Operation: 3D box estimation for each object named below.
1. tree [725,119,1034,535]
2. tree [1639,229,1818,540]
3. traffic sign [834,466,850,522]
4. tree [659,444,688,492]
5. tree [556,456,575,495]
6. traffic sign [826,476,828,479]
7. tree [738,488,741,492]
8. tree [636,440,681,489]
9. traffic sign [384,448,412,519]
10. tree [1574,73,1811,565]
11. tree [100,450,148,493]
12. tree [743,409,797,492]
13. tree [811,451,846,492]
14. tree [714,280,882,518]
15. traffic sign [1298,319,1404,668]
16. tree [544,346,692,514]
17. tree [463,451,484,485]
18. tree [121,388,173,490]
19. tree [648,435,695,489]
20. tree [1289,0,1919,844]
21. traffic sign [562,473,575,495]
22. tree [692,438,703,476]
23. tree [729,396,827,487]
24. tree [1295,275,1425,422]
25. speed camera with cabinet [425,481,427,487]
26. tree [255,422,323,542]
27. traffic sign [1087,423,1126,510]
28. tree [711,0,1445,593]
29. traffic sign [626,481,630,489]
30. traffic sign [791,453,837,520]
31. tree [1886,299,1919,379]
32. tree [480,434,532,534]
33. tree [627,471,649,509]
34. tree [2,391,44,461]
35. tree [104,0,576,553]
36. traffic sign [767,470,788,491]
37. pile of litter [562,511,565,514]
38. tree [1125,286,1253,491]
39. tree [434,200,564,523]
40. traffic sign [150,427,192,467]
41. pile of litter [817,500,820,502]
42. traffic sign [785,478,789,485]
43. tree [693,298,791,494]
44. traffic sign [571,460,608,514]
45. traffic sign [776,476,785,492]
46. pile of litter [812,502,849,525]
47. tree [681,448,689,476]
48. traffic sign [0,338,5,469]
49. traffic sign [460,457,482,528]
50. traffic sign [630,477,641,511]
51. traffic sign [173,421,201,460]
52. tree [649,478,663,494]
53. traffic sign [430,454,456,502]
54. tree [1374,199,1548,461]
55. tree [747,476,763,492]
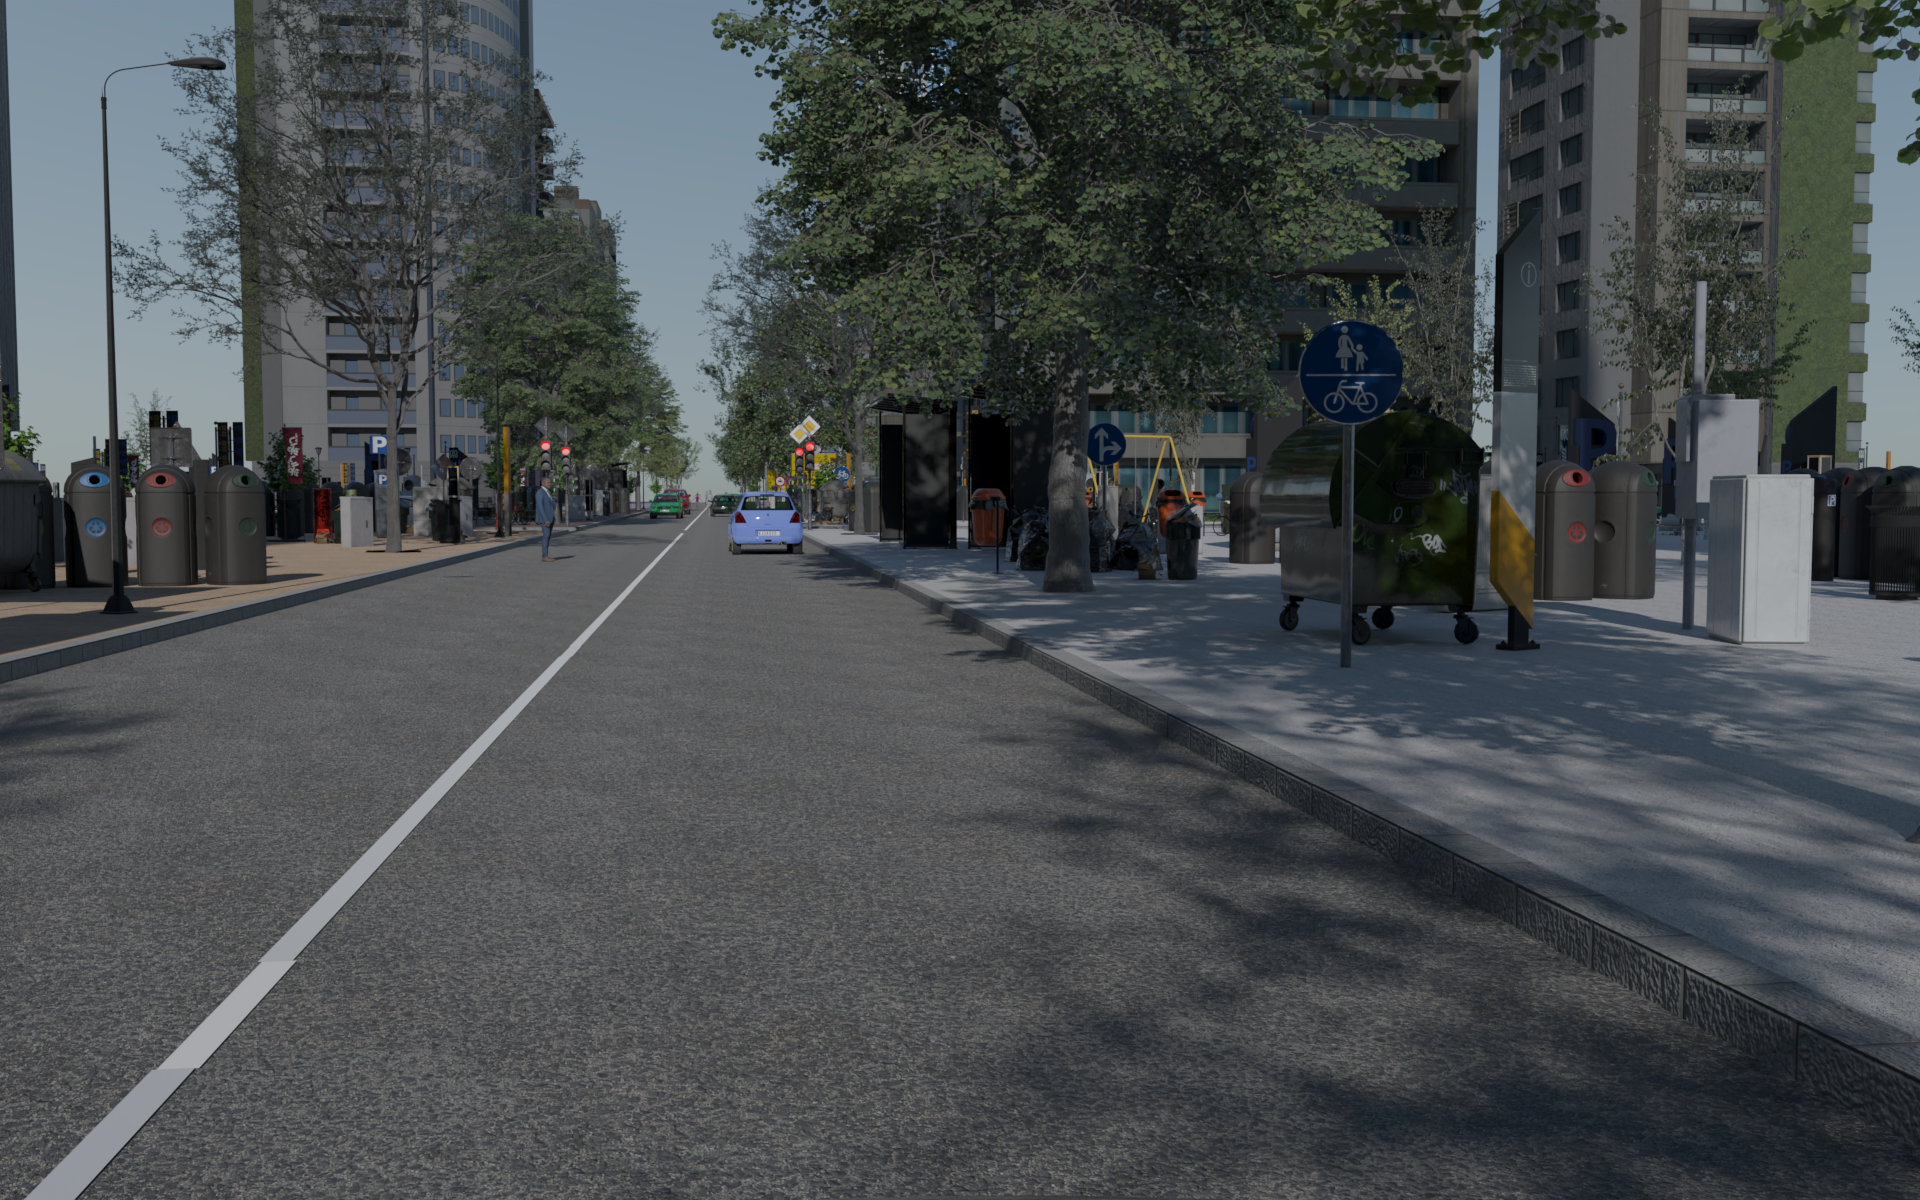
[{"bbox_3d":[-3.231,-8.790,54.079,12.009,13.543,11.850,0,3,0],"label":"tree"},{"bbox_3d":[21.120,-5.983,48.188,4.737,8.622,4.395,0,3,0],"label":"tree"},{"bbox_3d":[-5.379,-4.823,78.958,0.768,2.556,0.104,0,4,0],"label":"traffic sign"},{"bbox_3d":[-43.120,-19.048,261.793,4.360,8.622,3.978,0,3,0],"label":"tree"},{"bbox_3d":[-28.903,-8.836,128.179,4.285,4.588,4.351,0,3,0],"label":"tree"},{"bbox_3d":[-6.430,-5.039,82.494,0.768,2.556,0.104,0,4,-3],"label":"traffic sign"},{"bbox_3d":[-36.903,-21.355,299.518,4.360,8.622,3.978,0,3,0],"label":"tree"},{"bbox_3d":[-35.900,-15.500,203.786,4.737,8.622,4.395,0,3,0],"label":"tree"},{"bbox_3d":[-15.547,-2.925,47.923,0.768,2.556,0.104,0,4,1],"label":"traffic sign"},{"bbox_3d":[13.169,-4.948,31.267,4.360,8.622,3.978,0,3,0],"label":"tree"},{"bbox_3d":[-53.773,-7.775,110.828,4.285,4.588,4.351,0,3,0],"label":"tree"},{"bbox_3d":[-13.114,-10.975,129.807,4.360,8.622,3.978,0,3,0],"label":"tree"},{"bbox_3d":[-5.894,-5.077,77.615,1.663,3.219,1.824,0,3,0],"label":"tree"},{"bbox_3d":[-8.464,-10.758,92.895,9.611,12.733,9.660,0,3,0],"label":"tree"},{"bbox_3d":[2.856,-0.773,12.747,0.768,2.556,0.104,0,4,2],"label":"traffic sign"},{"bbox_3d":[-23.333,-11.443,112.847,9.928,11.665,9.643,0,3,0],"label":"tree"},{"bbox_3d":[-37.896,-9.064,131.913,4.285,4.588,4.351,0,3,0],"label":"tree"},{"bbox_3d":[-56.177,-10.377,120.033,4.360,8.622,3.978,0,3,0],"label":"tree"},{"bbox_3d":[-41.902,-19.309,250.116,7.601,10.594,8.767,-1,4,-9],"label":"tree"},{"bbox_3d":[3.880,-5.397,6.365,7.486,12.596,7.792,0,3,0],"label":"tree"},{"bbox_3d":[-22.714,-6.147,100.617,0.768,2.556,0.104,0,4,-3],"label":"traffic sign"},{"bbox_3d":[-48.747,-22.928,300.620,9.928,11.665,9.643,0,3,0],"label":"tree"},{"bbox_3d":[-14.600,-12.428,137.609,8.767,10.594,7.601,-2,4,-27],"label":"tree"},{"bbox_3d":[13.369,-6.551,57.468,4.737,8.622,4.395,0,3,0],"label":"tree"},{"bbox_3d":[-36.631,-7.648,119.374,0.660,3.252,2.038,2,4,35],"label":"speed camera with cabinet"},{"bbox_3d":[-18.194,-3.181,46.615,1.663,3.219,1.824,0,3,0],"label":"tree"},{"bbox_3d":[2.605,-1.903,31.214,0.768,2.556,0.104,0,4,-1],"label":"traffic sign"},{"bbox_3d":[1.477,-7.089,22.554,9.857,13.997,8.962,0,3,0],"label":"tree"},{"bbox_3d":[-25.851,-8.075,134.158,0.606,2.300,0.079,0,4,-7],"label":"traffic sign"},{"bbox_3d":[-7.265,-5.644,86.148,2.265,3.308,0.079,0,4,-3],"label":"traffic sign"},{"bbox_3d":[25.443,-5.637,42.535,4.360,8.622,3.978,0,3,0],"label":"tree"},{"bbox_3d":[-14.662,-3.750,55.920,1.663,3.219,1.824,0,3,0],"label":"tree"},{"bbox_3d":[-27.933,-9.361,147.649,1.663,3.219,1.824,0,3,0],"label":"tree"},{"bbox_3d":[-15.647,-2.027,27.746,1.663,3.219,1.824,0,3,0],"label":"tree"},{"bbox_3d":[-12.465,-7.795,37.823,12.009,13.543,11.850,0,3,0],"label":"tree"},{"bbox_3d":[-14.877,-9.187,144.086,2.265,3.308,0.079,0,4,-5],"label":"traffic sign"},{"bbox_3d":[-24.812,-5.841,109.460,1.176,0.858,1.719,-2,4,-23],"label":"pile of litter"},{"bbox_3d":[7.598,-6.589,58.099,4.360,8.622,3.978,0,3,0],"label":"tree"},{"bbox_3d":[-17.695,-10.312,75.248,9.857,13.997,8.962,0,3,0],"label":"tree"},{"bbox_3d":[-12.103,-1.497,26.611,0.606,2.300,0.079,0,4,-6],"label":"traffic sign"},{"bbox_3d":[-11.525,-7.643,138.933,1.719,0.858,1.176,-2,4,-28],"label":"pile of litter"},{"bbox_3d":[-11.052,-6.914,113.148,0.768,2.556,0.104,0,4,-6],"label":"traffic sign"},{"bbox_3d":[-19.778,-19.147,168.938,12.611,20.169,13.585,0,3,0],"label":"tree"},{"bbox_3d":[-22.457,-6.786,104.820,2.265,3.308,0.079,0,4,-6],"label":"traffic sign"},{"bbox_3d":[-12.379,-7.287,119.254,0.768,2.556,0.104,0,4,-2],"label":"traffic sign"},{"bbox_3d":[-5.457,-3.575,72.412,1.719,0.858,1.176,0,4,4],"label":"pile of litter"},{"bbox_3d":[-36.492,-16.354,217.750,4.737,8.622,4.395,0,3,0],"label":"tree"},{"bbox_3d":[-10.830,-1.446,17.520,2.265,3.308,0.079,0,4,-1],"label":"traffic sign"},{"bbox_3d":[-16.761,-3.626,59.387,0.768,2.556,0.104,0,4,-2],"label":"traffic sign"},{"bbox_3d":[-24.195,-7.898,129.232,0.768,2.556,0.104,0,4,-5],"label":"traffic sign"},{"bbox_3d":[-13.914,-1.885,30.826,0.884,2.594,0.081,0,4,-6],"label":"traffic sign"},{"bbox_3d":[-32.466,-11.678,185.543,1.663,3.219,1.824,0,3,0],"label":"tree"},{"bbox_3d":[-14.702,-2.946,49.346,0.795,2.450,0.064,0,4,-2],"label":"traffic sign"},{"bbox_3d":[12.263,-5.679,43.214,4.360,8.622,3.978,0,3,0],"label":"tree"},{"bbox_3d":[-22.184,-11.697,185.846,1.663,3.219,1.824,0,3,0],"label":"tree"}]
